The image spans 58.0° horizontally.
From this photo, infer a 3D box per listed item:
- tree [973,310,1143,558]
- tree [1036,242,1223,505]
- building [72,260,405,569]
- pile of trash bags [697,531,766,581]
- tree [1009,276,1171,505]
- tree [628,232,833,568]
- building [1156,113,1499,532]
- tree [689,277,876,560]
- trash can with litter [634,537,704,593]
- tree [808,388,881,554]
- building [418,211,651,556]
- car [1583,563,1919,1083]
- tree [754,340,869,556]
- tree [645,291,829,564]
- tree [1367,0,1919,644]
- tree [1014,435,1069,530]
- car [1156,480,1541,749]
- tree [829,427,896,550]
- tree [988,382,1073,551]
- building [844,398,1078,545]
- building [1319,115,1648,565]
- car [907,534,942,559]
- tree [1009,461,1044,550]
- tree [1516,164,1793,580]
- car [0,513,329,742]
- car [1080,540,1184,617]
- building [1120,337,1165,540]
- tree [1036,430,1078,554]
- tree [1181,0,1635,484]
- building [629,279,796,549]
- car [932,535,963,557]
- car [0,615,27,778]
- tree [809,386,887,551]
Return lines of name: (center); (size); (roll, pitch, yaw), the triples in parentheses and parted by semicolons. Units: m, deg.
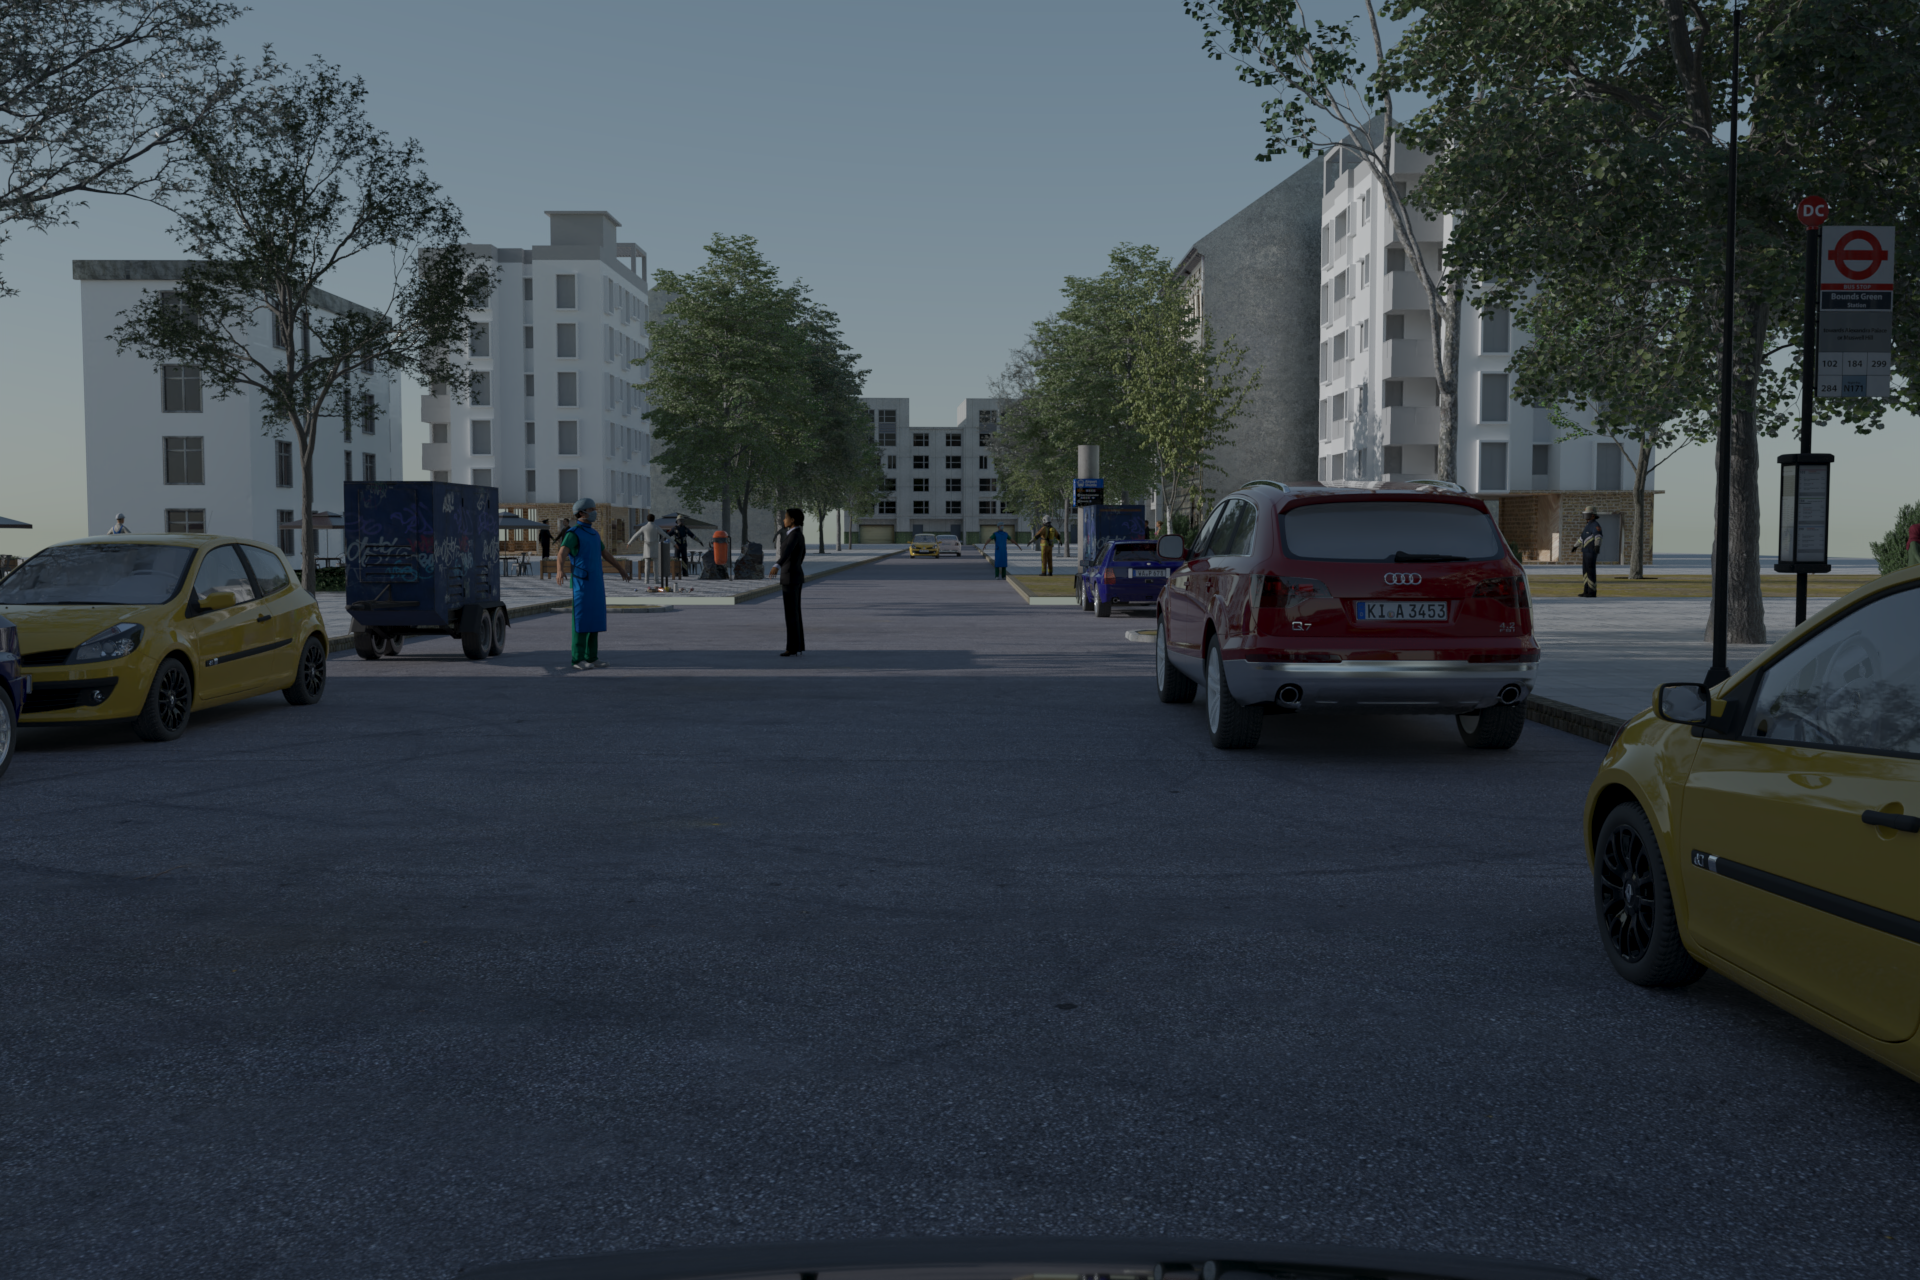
tree: (5.821, -11.283, 94.851); (12.009, 13.543, 11.850); (0, 3, 0)
tree: (6.779, -9.134, 67.466); (7.486, 12.596, 7.792); (0, 3, 0)
building: (-26.529, -7.648, 67.190); (9.099, 9.664, 28.070); (0, 4, -1)
pile of trash bags: (-6.496, -2.386, 48.767); (1.912, 1.369, 3.447); (0, 4, 0)
tree: (6.051, -9.721, 77.072); (7.486, 12.596, 7.792); (0, 3, 0)
tree: (-8.661, -9.002, 65.312); (7.486, 12.596, 7.792); (0, 3, 0)
building: (21.977, -16.432, 99.584); (19.493, 23.208, 18.063); (0, 4, 0)
tree: (-8.826, -10.884, 84.616); (9.857, 13.997, 8.962); (0, 3, 0)
trash can with litter: (-6.427, -1.692, 38.721); (1.678, 1.210, 2.233); (0, 4, 1)
tree: (-9.052, -11.477, 113.399); (9.928, 11.665, 9.643); (0, 3, 0)
building: (-25.659, -15.065, 102.733); (16.016, 20.090, 11.380); (0, 3, 0)
car: (2.976, 0.359, 4.352); (2.015, 1.641, 3.980); (0, 4, -1)
tree: (-9.212, -11.188, 101.057); (7.486, 12.596, 7.792); (0, 3, 0)
tree: (-9.468, -9.122, 74.893); (9.928, 11.665, 9.643); (0, 3, 0)
tree: (9.208, -6.931, 19.984); (9.857, 13.997, 8.962); (0, 3, 0)
tree: (6.030, -10.279, 118.421); (4.737, 8.622, 4.395); (0, 3, 0)
car: (2.698, -0.269, 13.078); (2.281, 1.827, 5.304); (0, 4, 0)
tree: (-8.689, -12.672, 141.599); (7.601, 10.594, 8.767); (-2, 4, -28)
tree: (5.694, -12.891, 128.898); (7.486, 12.596, 7.792); (0, 3, 0)
building: (0.206, -22.195, 231.806); (31.486, 18.905, 16.747); (0, 4, -4)
building: (22.862, -13.941, 84.348); (16.016, 20.090, 11.380); (0, 4, 0)
car: (-2.066, -5.606, 101.881); (2.015, 1.641, 3.980); (0, 4, 0)
tree: (5.968, -11.561, 139.380); (4.360, 8.622, 3.978); (0, 3, 0)
tree: (19.364, -7.534, 48.943); (9.928, 11.665, 9.643); (0, 3, 0)
car: (-6.278, -0.181, 13.185); (2.015, 1.641, 3.980); (0, 4, 0)
car: (3.166, -1.135, 31.139); (1.945, 1.354, 3.894); (0, 4, -1)
building: (24.508, -17.843, 158.189); (16.747, 18.905, 31.486); (0, 3, 0)
tree: (6.175, -9.753, 109.826); (4.360, 8.622, 3.978); (0, 3, 0)
tree: (8.686, -10.910, 34.268); (12.611, 20.169, 13.585); (0, 3, 0)
building: (-25.087, -20.016, 158.191); (19.493, 23.208, 18.063); (0, 4, 1)
car: (-0.867, -6.041, 111.137); (2.083, 1.381, 4.827); (0, 4, -1)
car: (-6.377, 0.246, 8.562); (1.945, 1.354, 3.894); (0, 3, 0)
tree: (-9.564, -12.986, 130.453); (7.486, 12.596, 7.792); (0, 3, 0)
